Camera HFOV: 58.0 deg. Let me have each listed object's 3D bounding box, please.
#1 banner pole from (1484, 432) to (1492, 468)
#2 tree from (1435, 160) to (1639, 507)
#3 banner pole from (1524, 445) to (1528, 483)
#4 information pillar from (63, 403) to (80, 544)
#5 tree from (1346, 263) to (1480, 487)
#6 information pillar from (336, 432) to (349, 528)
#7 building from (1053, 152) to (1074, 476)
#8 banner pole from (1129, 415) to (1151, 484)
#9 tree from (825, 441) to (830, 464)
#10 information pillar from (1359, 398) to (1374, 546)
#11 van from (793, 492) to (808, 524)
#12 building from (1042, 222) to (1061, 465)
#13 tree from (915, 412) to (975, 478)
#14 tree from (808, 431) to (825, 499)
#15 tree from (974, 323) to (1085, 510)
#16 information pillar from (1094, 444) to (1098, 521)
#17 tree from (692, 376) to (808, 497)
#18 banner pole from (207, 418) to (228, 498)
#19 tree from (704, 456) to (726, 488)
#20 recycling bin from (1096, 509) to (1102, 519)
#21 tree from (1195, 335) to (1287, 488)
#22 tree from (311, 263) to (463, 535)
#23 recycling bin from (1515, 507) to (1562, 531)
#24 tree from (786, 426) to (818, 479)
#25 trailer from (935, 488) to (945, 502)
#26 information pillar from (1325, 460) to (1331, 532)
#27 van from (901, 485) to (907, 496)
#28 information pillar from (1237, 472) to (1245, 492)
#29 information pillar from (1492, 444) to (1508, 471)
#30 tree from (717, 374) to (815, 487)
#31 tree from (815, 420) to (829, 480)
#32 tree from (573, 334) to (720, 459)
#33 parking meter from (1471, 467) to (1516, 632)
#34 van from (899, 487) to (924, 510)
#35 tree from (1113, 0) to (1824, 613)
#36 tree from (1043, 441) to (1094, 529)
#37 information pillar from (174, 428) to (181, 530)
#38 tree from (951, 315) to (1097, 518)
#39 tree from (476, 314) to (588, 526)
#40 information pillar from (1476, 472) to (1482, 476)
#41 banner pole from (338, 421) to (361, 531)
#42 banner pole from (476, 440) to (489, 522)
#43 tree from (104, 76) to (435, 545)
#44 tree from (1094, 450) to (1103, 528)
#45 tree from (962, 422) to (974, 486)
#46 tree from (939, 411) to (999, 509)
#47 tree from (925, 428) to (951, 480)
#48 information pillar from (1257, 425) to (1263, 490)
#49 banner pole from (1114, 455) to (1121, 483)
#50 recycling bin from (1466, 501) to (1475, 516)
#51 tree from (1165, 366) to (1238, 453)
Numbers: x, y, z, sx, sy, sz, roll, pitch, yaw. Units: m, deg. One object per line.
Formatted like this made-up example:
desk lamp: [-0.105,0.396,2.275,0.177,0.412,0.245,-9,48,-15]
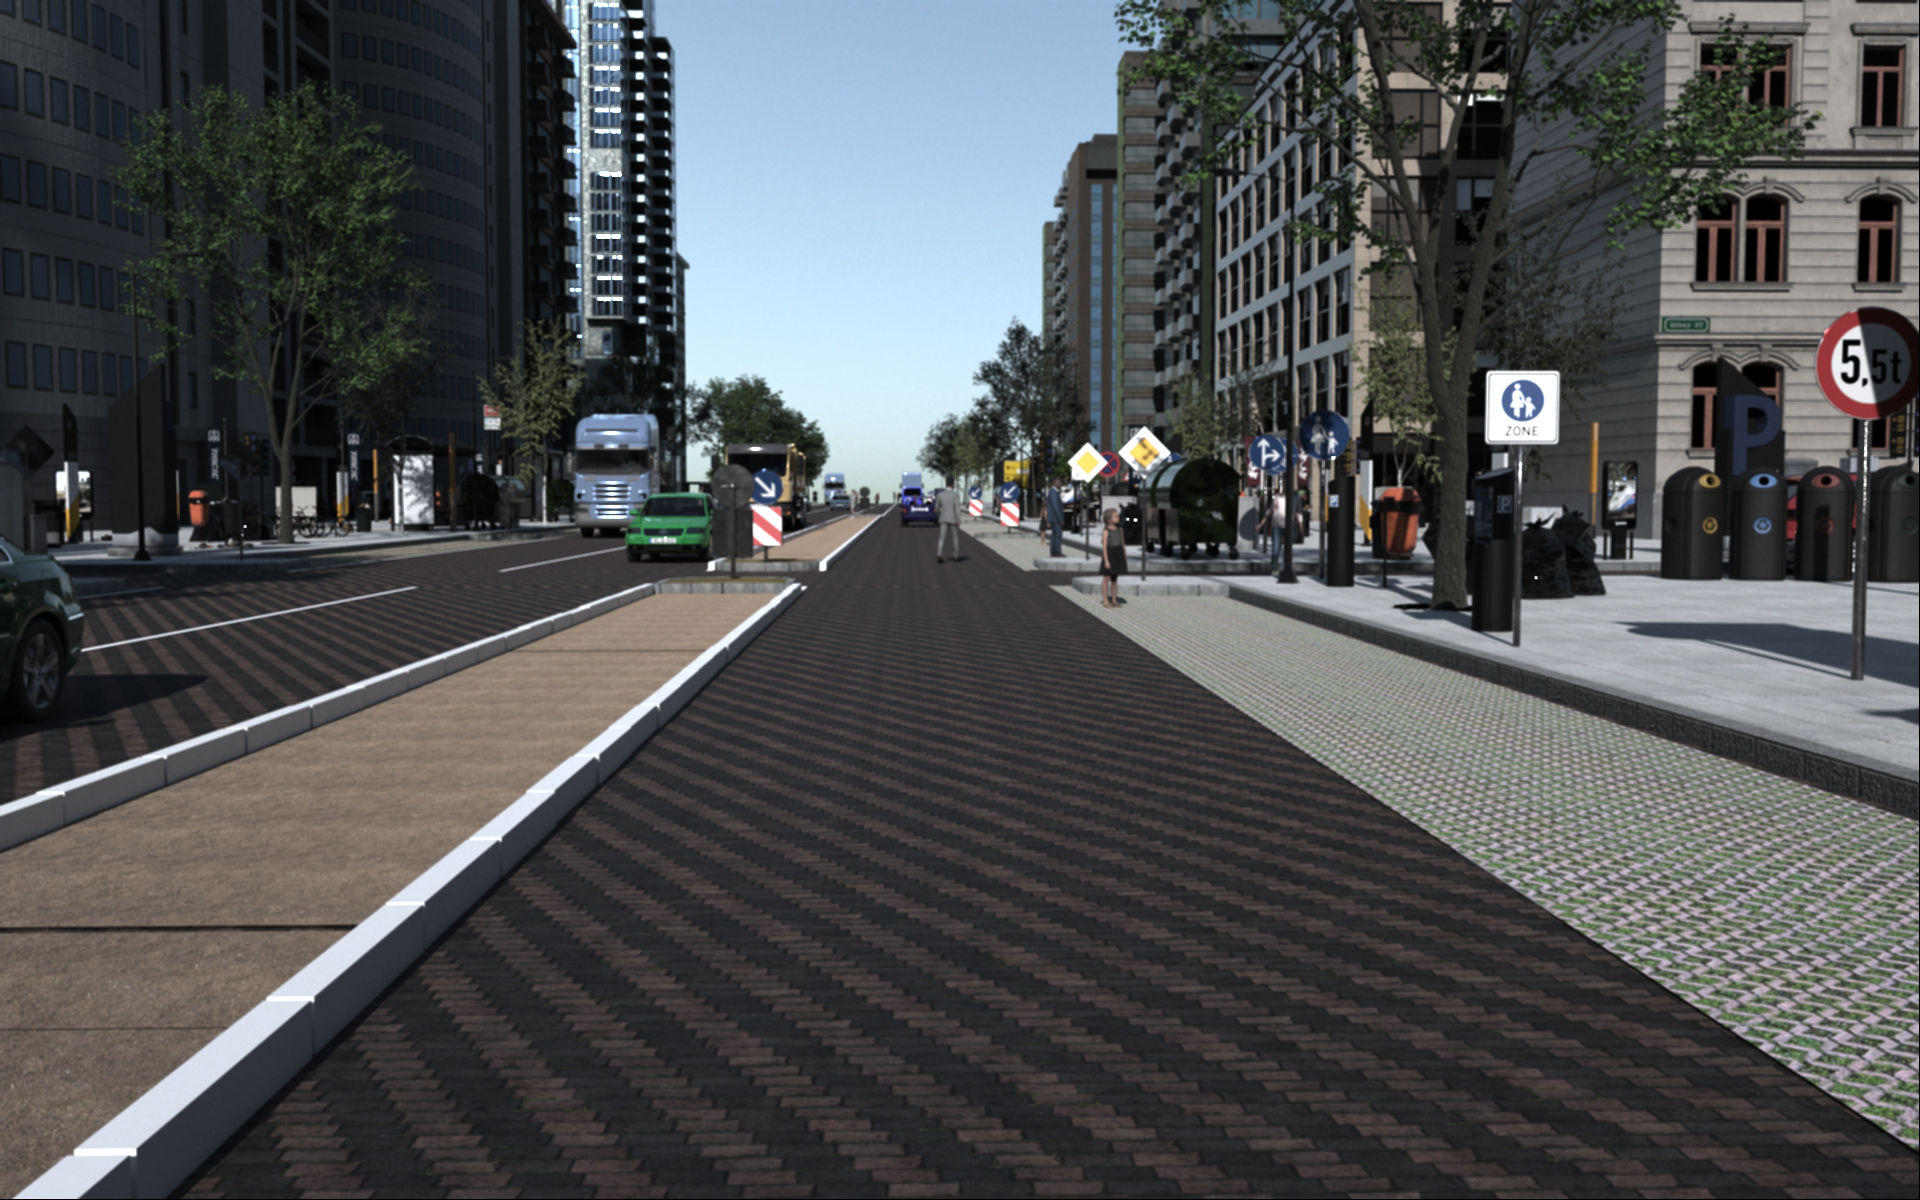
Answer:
banner pole: [21.171,-4.838,69.124,0.863,3.779,0.401,1,4,21]
tree: [12.612,-5.375,38.241,4.360,8.622,3.978,0,3,0]
banner pole: [14.968,-3.422,45.964,0.401,3.779,0.863,2,4,32]
information pillar: [-22.941,-3.263,44.703,0.183,3.616,0.504,0,4,4]
tree: [14.129,-6.403,55.044,4.737,8.622,4.395,0,3,0]
information pillar: [-23.222,-4.510,65.097,0.183,3.616,0.504,2,4,25]
building: [24.585,-37.863,238.661,23.786,49.044,30.456,0,4,-2]
banner pole: [5.734,-3.963,54.813,0.863,3.779,0.401,1,4,12]
tree: [-23.688,-20.936,268.057,9.928,11.665,9.643,0,3,0]
information pillar: [10.002,-3.135,42.606,0.183,3.616,0.504,-1,4,-16]
van: [-8.112,-4.535,81.151,2.013,2.044,4.112,0,4,-2]
building: [19.315,-35.345,261.478,14.154,41.232,14.086,0,4,-2]
tree: [-1.614,-21.224,257.380,12.009,13.543,11.850,0,3,0]
tree: [-22.123,-17.015,203.945,9.928,11.665,9.643,0,3,0]
tree: [3.503,-7.553,73.857,4.360,8.622,3.978,0,3,0]
information pillar: [6.335,-5.511,81.465,0.183,3.616,0.504,-1,4,-14]
tree: [-20.326,-13.926,153.451,9.928,11.665,9.643,0,3,0]
banner pole: [-24.331,-4.092,56.921,0.401,3.779,0.863,3,4,38]
tree: [-19.705,-9.878,145.212,4.285,4.588,4.351,0,3,0]
recycling bin: [7.503,-4.758,90.341,0.722,1.027,0.722,1,4,20]
tree: [12.966,-7.897,79.476,4.360,8.622,3.978,0,3,0]
tree: [-17.909,-6.369,54.498,4.360,8.622,3.978,0,3,0]
recycling bin: [11.066,-1.270,33.311,0.722,1.027,0.722,-1,4,-21]
tree: [-22.699,-18.384,234.986,7.601,10.594,8.767,-1,4,-15]
trailer: [-2.049,-10.216,174.074,1.471,1.999,3.904,0,4,-3]
information pillar: [12.292,-4.073,57.942,0.183,3.616,0.504,2,4,28]
van: [-5.110,-10.826,181.394,2.240,2.365,5.245,0,4,-2]
information pillar: [9.134,-3.201,56.823,0.304,2.012,0.304,2,4,32]
information pillar: [10.919,-2.670,35.011,0.183,3.616,0.504,-1,4,-13]
tree: [-21.222,-16.870,182.471,9.857,13.997,8.962,0,3,0]
tree: [-23.844,-21.364,255.953,9.857,13.997,8.962,0,3,0]
tree: [-18.149,-10.155,100.447,8.767,10.594,7.601,-1,4,-11]
parking meter: [4.999,-0.478,16.229,0.372,1.533,0.369,0,3,0]
van: [-4.268,-9.146,153.913,2.240,2.365,5.245,0,4,-3]
tree: [5.344,-5.687,18.742,9.928,11.665,9.643,0,3,0]
tree: [3.783,-4.156,62.555,1.663,3.219,1.824,0,3,0]
information pillar: [-27.688,-4.272,61.199,0.183,3.616,0.504,-2,4,-26]
tree: [3.651,-9.575,90.957,7.601,10.594,8.767,0,4,3]
tree: [-17.141,-7.341,70.382,4.737,8.622,4.395,0,3,0]
information pillar: [17.416,-3.264,57.866,0.304,2.012,0.304,0,4,-6]
banner pole: [-21.084,-4.271,59.840,0.863,3.779,0.401,-3,4,-38]
banner pole: [-21.934,-5.498,79.901,0.401,3.779,0.863,0,4,-3]
tree: [-17.358,-7.237,44.087,9.928,11.665,9.643,0,3,0]
tree: [4.666,-4.410,66.701,1.663,3.219,1.824,0,3,0]
tree: [2.412,-10.446,121.158,4.360,8.622,3.978,0,3,0]
tree: [1.220,-12.471,154.260,4.737,8.622,4.395,0,3,0]
tree: [0.793,-16.109,197.787,7.601,10.594,8.767,1,4,16]
information pillar: [10.201,-4.134,58.951,0.183,3.616,0.504,0,4,-5]
banner pole: [9.929,-7.274,108.946,0.863,3.779,0.401,-3,5,-44]
recycling bin: [19.779,-3.313,66.722,0.722,1.027,0.722,-2,4,-33]
tree: [13.567,-9.086,98.920,4.737,8.622,4.395,0,3,0]
